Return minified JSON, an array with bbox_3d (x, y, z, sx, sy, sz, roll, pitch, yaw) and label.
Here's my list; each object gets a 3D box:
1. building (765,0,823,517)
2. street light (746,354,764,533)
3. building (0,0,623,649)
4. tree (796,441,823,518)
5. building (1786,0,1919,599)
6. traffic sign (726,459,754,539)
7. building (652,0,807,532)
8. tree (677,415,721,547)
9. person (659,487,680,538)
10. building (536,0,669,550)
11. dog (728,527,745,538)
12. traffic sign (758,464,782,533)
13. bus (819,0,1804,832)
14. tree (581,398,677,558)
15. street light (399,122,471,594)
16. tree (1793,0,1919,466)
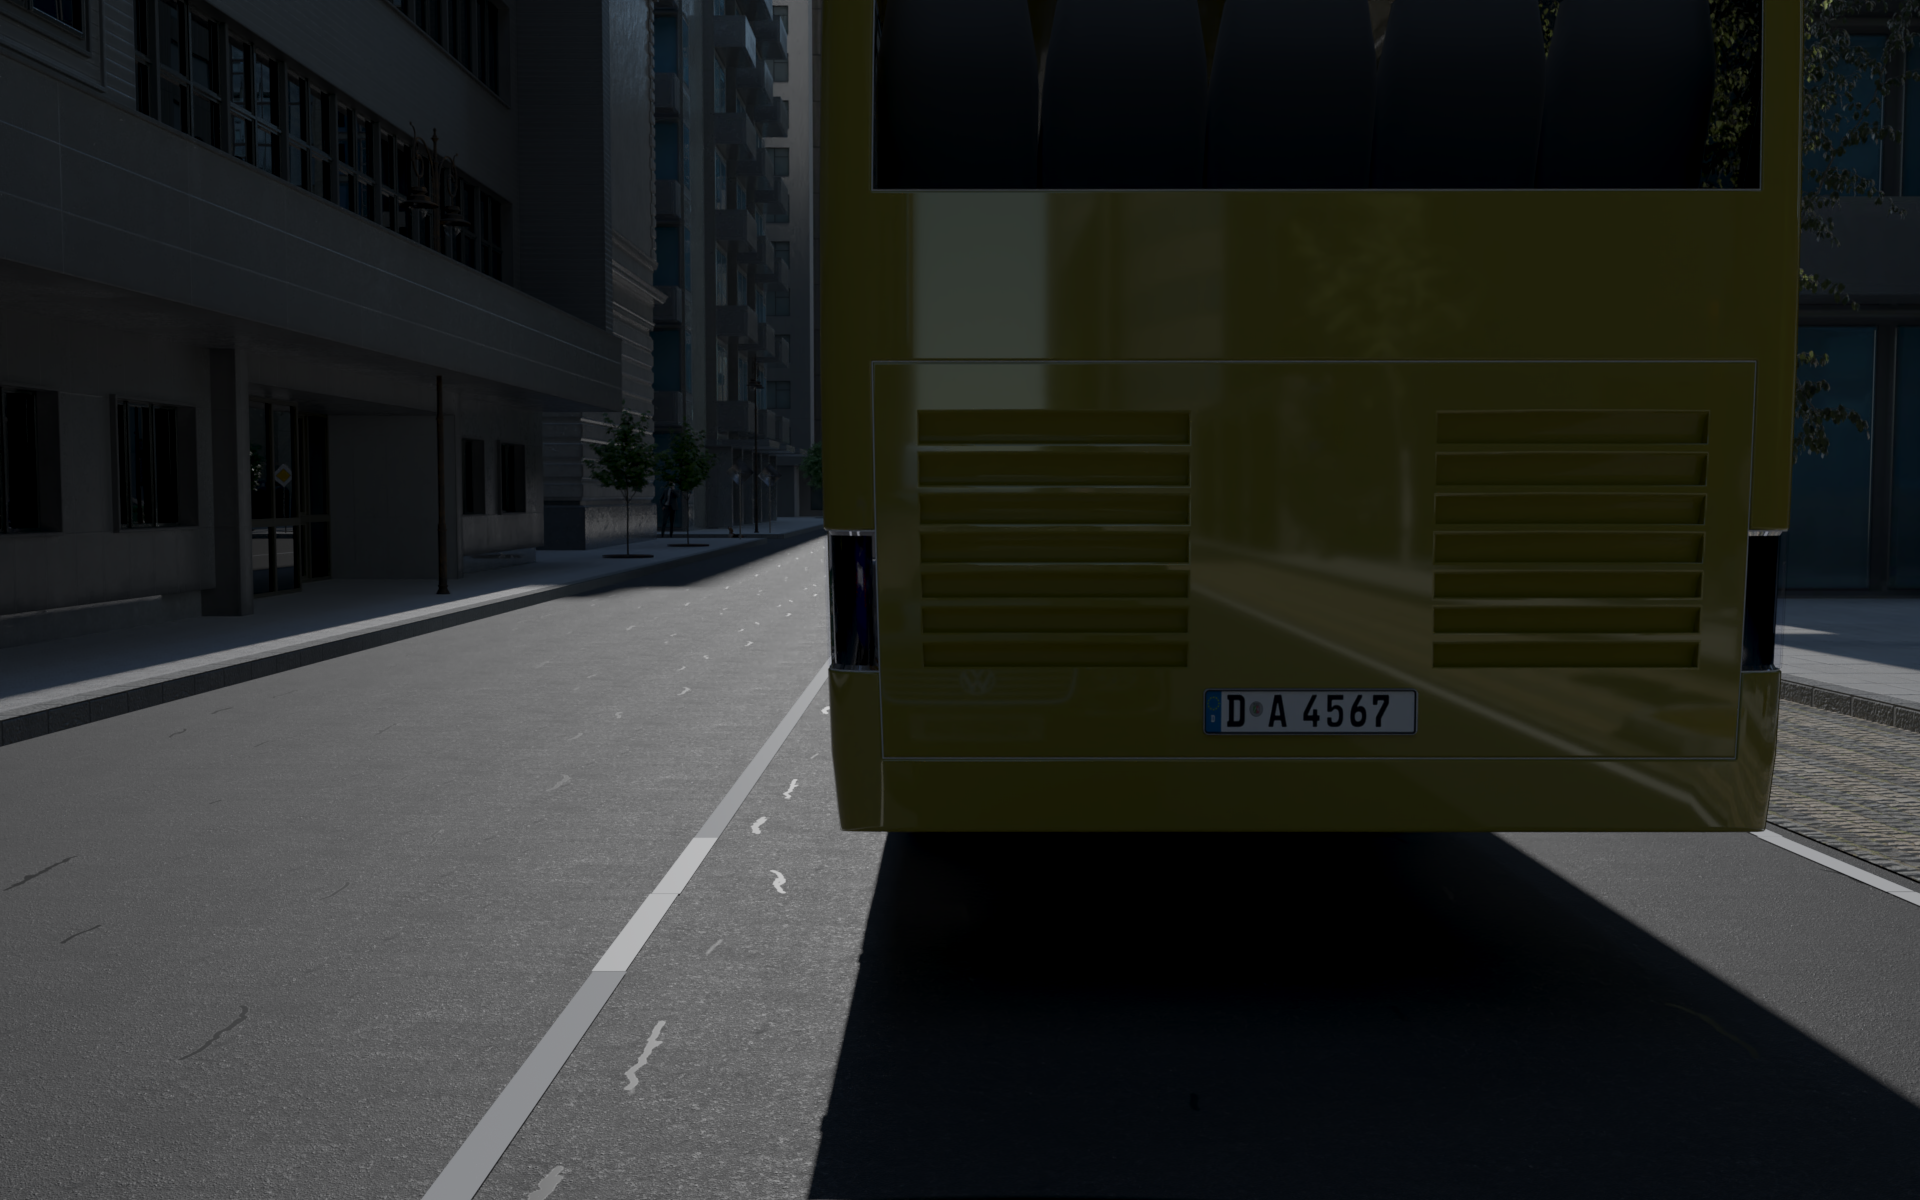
[{"bbox_3d":[-12.373,-25.516,100.779,14.154,41.232,14.086,0,4,0],"label":"building"},{"bbox_3d":[-6.734,-5.159,57.130,0.468,5.910,1.993,0,4,0],"label":"street light"},{"bbox_3d":[-13.276,-12.111,17.084,14.314,24.678,30.058,0,4,0],"label":"building"},{"bbox_3d":[-7.113,-6.651,92.460,4.285,4.588,4.351,0,3,0],"label":"tree"},{"bbox_3d":[17.771,-25.264,32.672,23.786,49.044,30.456,0,4,0],"label":"building"},{"bbox_3d":[-6.208,-2.769,48.909,0.795,2.450,0.064,0,4,0],"label":"traffic sign"},{"bbox_3d":[-18.910,-27.565,70.298,23.786,49.044,30.456,0,4,0],"label":"building"},{"bbox_3d":[-6.802,-2.922,42.374,1.663,3.219,1.824,0,3,0],"label":"tree"},{"bbox_3d":[-8.978,-2.798,53.614,0.648,1.900,0.474,-1,4,-15],"label":"person"},{"bbox_3d":[-17.790,-13.125,43.475,19.941,23.489,11.050,0,4,0],"label":"building"},{"bbox_3d":[-7.073,-2.115,54.771,0.748,0.427,0.550,1,4,15],"label":"dog"},{"bbox_3d":[-6.243,-3.257,56.894,0.795,2.450,0.064,0,4,0],"label":"traffic sign"},{"bbox_3d":[0.915,-1.158,10.485,2.896,3.916,12.252,0,4,0],"label":"bus"},{"bbox_3d":[-6.762,-2.472,35.014,1.663,3.219,1.824,0,3,0],"label":"tree"},{"bbox_3d":[-6.628,-3.012,22.033,0.468,5.910,1.993,0,4,0],"label":"street light"},{"bbox_3d":[6.884,-3.994,15.660,4.360,8.622,3.978,0,3,0],"label":"tree"}]
